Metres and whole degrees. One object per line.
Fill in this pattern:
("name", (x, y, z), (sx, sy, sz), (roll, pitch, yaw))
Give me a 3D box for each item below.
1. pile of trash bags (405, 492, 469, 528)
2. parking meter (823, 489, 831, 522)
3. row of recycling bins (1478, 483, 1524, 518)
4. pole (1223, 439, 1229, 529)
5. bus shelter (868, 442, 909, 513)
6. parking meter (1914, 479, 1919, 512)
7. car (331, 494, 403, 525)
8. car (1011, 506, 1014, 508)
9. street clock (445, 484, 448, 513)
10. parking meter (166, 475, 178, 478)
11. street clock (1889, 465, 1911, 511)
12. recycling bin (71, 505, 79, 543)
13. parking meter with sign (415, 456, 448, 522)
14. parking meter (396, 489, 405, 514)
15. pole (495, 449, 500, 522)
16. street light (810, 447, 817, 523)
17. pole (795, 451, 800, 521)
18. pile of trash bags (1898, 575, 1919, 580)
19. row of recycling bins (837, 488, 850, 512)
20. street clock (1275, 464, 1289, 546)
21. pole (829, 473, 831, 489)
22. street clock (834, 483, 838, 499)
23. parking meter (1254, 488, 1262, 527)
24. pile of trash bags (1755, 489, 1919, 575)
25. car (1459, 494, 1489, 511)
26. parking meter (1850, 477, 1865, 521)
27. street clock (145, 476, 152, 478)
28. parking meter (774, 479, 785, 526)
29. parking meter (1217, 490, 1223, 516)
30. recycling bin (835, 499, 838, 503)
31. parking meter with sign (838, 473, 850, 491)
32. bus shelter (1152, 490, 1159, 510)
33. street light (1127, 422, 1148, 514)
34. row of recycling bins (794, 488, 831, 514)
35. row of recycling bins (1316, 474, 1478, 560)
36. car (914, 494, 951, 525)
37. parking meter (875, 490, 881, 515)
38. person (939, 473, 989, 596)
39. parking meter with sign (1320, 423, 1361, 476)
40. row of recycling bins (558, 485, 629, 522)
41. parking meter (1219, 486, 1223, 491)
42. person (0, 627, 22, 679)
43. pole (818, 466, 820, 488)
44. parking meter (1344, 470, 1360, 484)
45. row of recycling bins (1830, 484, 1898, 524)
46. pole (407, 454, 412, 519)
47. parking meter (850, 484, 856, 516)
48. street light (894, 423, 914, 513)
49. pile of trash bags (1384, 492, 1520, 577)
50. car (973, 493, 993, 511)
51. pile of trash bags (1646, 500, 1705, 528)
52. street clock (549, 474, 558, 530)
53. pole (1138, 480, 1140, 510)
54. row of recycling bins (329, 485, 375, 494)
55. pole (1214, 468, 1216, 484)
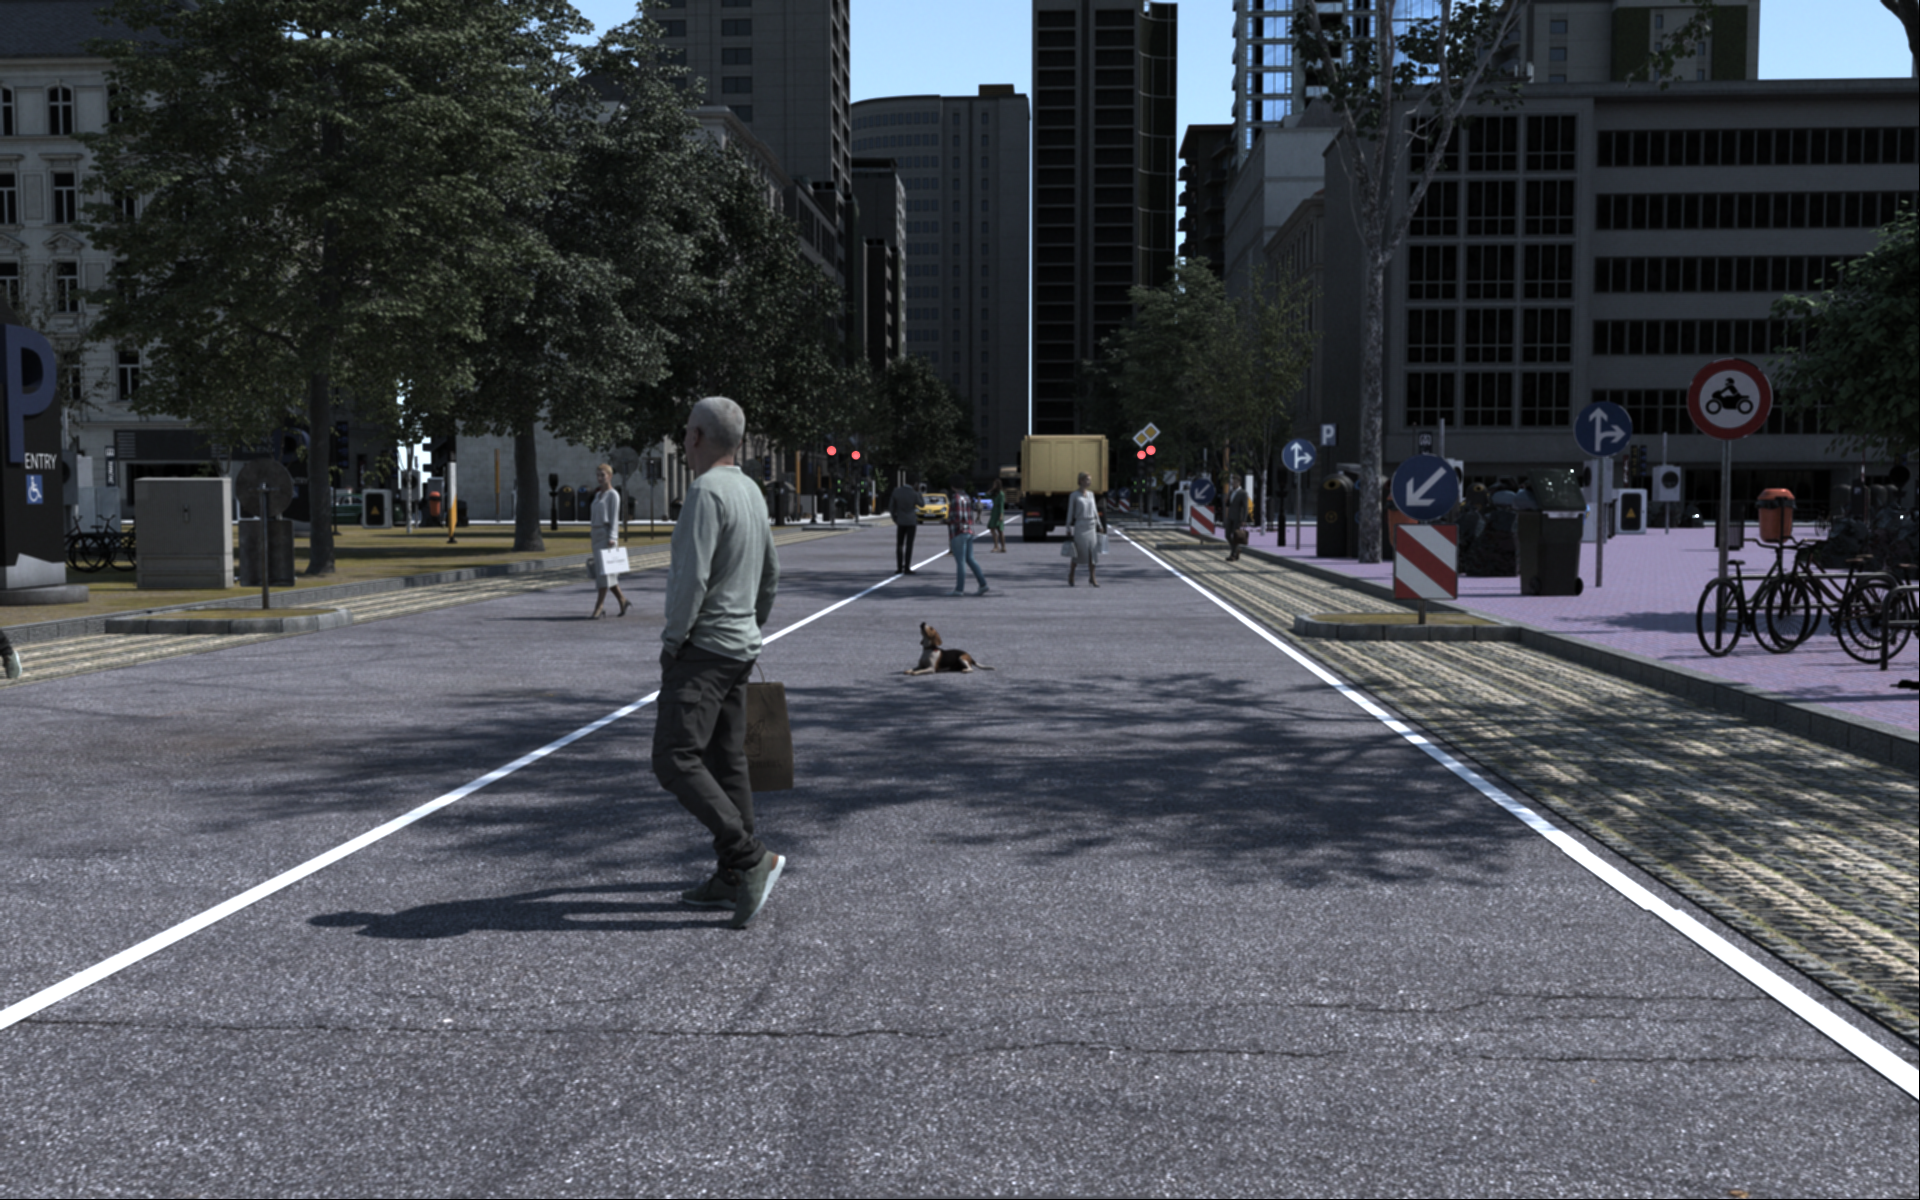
("pile of trash bags", (-20.013, -3.493, 66.861), (1.912, 1.369, 3.447), (-1, 4, -8))
("parking meter", (-6.217, -4.421, 80.696), (0.372, 1.533, 0.369), (0, 3, 0))
("row of recycling bins", (19.672, -3.330, 61.559), (3.534, 1.692, 1.069), (3, 4, 39))
("pole", (9.844, -4.296, 64.088), (0.158, 3.312, 0.155), (0, 3, 0))
("bus shelter", (-5.105, -8.821, 121.847), (2.179, 5.291, 8.768), (0, 4, 4))
("parking meter", (36.181, -3.639, 65.204), (0.255, 1.863, 0.399), (-3, 5, -44))
("car", (-25.991, -3.743, 72.993), (4.920, 1.459, 2.131), (0, 4, 4))
("car", (4.669, -10.206, 178.672), (2.131, 1.459, 4.920), (0, 4, 3))
("street clock", (-35.353, -7.024, 119.404), (0.471, 2.002, 0.358), (-2, 4, -24))
("parking meter", (-24.687, -2.964, 54.177), (0.399, 1.863, 0.255), (1, 4, 19))
("street clock", (23.583, -2.381, 43.492), (0.471, 2.002, 0.358), (2, 4, 35))
("recycling bin", (-23.342, -2.030, 45.742), (0.722, 1.027, 0.722), (1, 4, 20))
("parking meter with sign", (-23.928, -5.065, 79.070), (1.738, 3.016, 0.543), (0, 4, -7))
("parking meter", (-25.526, -4.322, 79.078), (0.372, 1.533, 0.369), (0, 3, 0))
("pole", (-21.030, -5.194, 78.757), (0.158, 3.312, 0.155), (0, 3, 0))
("street light", (-5.923, -6.335, 76.120), (1.470, 5.913, 1.316), (0, 4, 3))
("pole", (-7.590, -5.334, 81.059), (0.158, 3.312, 0.155), (0, 3, 0))
("pile of trash bags", (15.754, -0.977, 25.734), (3.447, 1.369, 1.912), (0, 4, -4))
("row of recycling bins", (-9.481, -7.106, 123.301), (3.534, 1.692, 1.069), (1, 4, 12))
("street clock", (7.884, -2.314, 42.407), (0.358, 2.002, 0.471), (0, 4, 7))
("pole", (-9.273, -7.971, 124.164), (0.158, 3.312, 0.155), (0, 3, 0))
("street clock", (-7.568, -6.183, 105.665), (0.471, 2.002, 0.358), (-1, 4, -14))
("parking meter", (11.777, -3.654, 68.161), (0.372, 1.533, 0.369), (0, 3, 0))
("pile of trash bags", (15.212, -1.194, 29.282), (3.447, 1.369, 1.912), (0, 4, 1))
("car", (21.204, -3.737, 71.319), (3.980, 1.641, 2.015), (0, 4, 3))
("parking meter", (30.560, -3.259, 58.993), (0.399, 1.863, 0.255), (3, 4, 36))
("street clock", (-32.763, -4.000, 69.973), (0.358, 2.002, 0.471), (-3, 4, -36))
("parking meter", (-7.217, -3.887, 69.269), (0.255, 1.863, 0.399), (2, 4, 35))
("parking meter", (14.054, -5.211, 93.617), (0.372, 1.533, 0.369), (0, 3, 0))
("recycling bin", (-6.613, -4.847, 91.807), (0.722, 1.027, 0.722), (-3, 4, -38))
("parking meter with sign", (-9.304, -9.113, 145.253), (1.738, 3.016, 0.543), (-2, 4, -29))
("bus shelter", (15.210, -8.536, 133.488), (2.014, 3.302, 5.546), (0, 4, 3))
("street light", (11.493, -8.538, 112.144), (1.470, 5.913, 1.316), (0, 4, 3))
("row of recycling bins", (-10.280, -6.494, 113.292), (3.534, 1.692, 1.069), (-2, 4, -34))
("row of recycling bins", (8.461, -1.666, 34.357), (1.069, 1.692, 3.534), (-2, 4, -32))
("car", (-1.268, -4.421, 82.512), (2.015, 1.641, 3.980), (0, 4, 4))
("parking meter", (-4.948, -5.879, 104.531), (0.372, 1.533, 0.369), (0, 3, 0))
("person", (0.054, -0.919, 24.362), (0.643, 1.720, 0.563), (2, 4, 23))
("parking meter with sign", (9.840, -2.885, 43.425), (1.738, 3.016, 0.543), (-2, 4, -33))
("row of recycling bins", (-17.219, -4.542, 81.376), (3.534, 1.692, 1.069), (1, 4, 13))
("parking meter", (15.477, -5.914, 102.400), (0.399, 1.863, 0.255), (2, 4, 24))
("person", (-7.693, -0.267, 13.345), (0.782, 1.767, 0.515), (2, 4, 26))
("pole", (-10.349, -8.158, 127.231), (0.158, 3.312, 0.155), (0, 3, 0))
("parking meter", (9.475, -2.210, 41.853), (0.399, 1.863, 0.255), (2, 4, 25))
("row of recycling bins", (38.877, -4.107, 74.262), (3.534, 1.692, 1.069), (-1, 4, -21))
("pole", (-28.182, -5.801, 88.681), (0.158, 3.312, 0.155), (0, 3, 0))
("parking meter", (-6.122, -5.782, 100.239), (0.399, 1.863, 0.255), (1, 4, 19))
("street light", (-3.714, -8.618, 113.449), (1.470, 5.913, 1.316), (0, 4, 3))
("pile of trash bags", (7.873, -1.073, 27.289), (3.447, 1.369, 1.912), (-3, 5, -40))
("car", (2.039, -8.235, 144.231), (1.945, 1.707, 3.694), (0, 4, 4))
("pile of trash bags", (26.285, -3.415, 65.596), (3.447, 1.369, 1.912), (-1, 4, -16))
("street clock", (-14.334, -3.458, 61.113), (0.358, 2.002, 0.471), (-2, 4, -25))
("pole", (14.126, -8.700, 136.084), (0.158, 3.312, 0.155), (0, 3, 0))
("row of recycling bins", (-28.850, -4.470, 80.201), (3.534, 1.692, 1.069), (-3, 5, -40))
("pole", (19.810, -8.610, 134.623), (0.158, 3.312, 0.155), (0, 3, 0))
